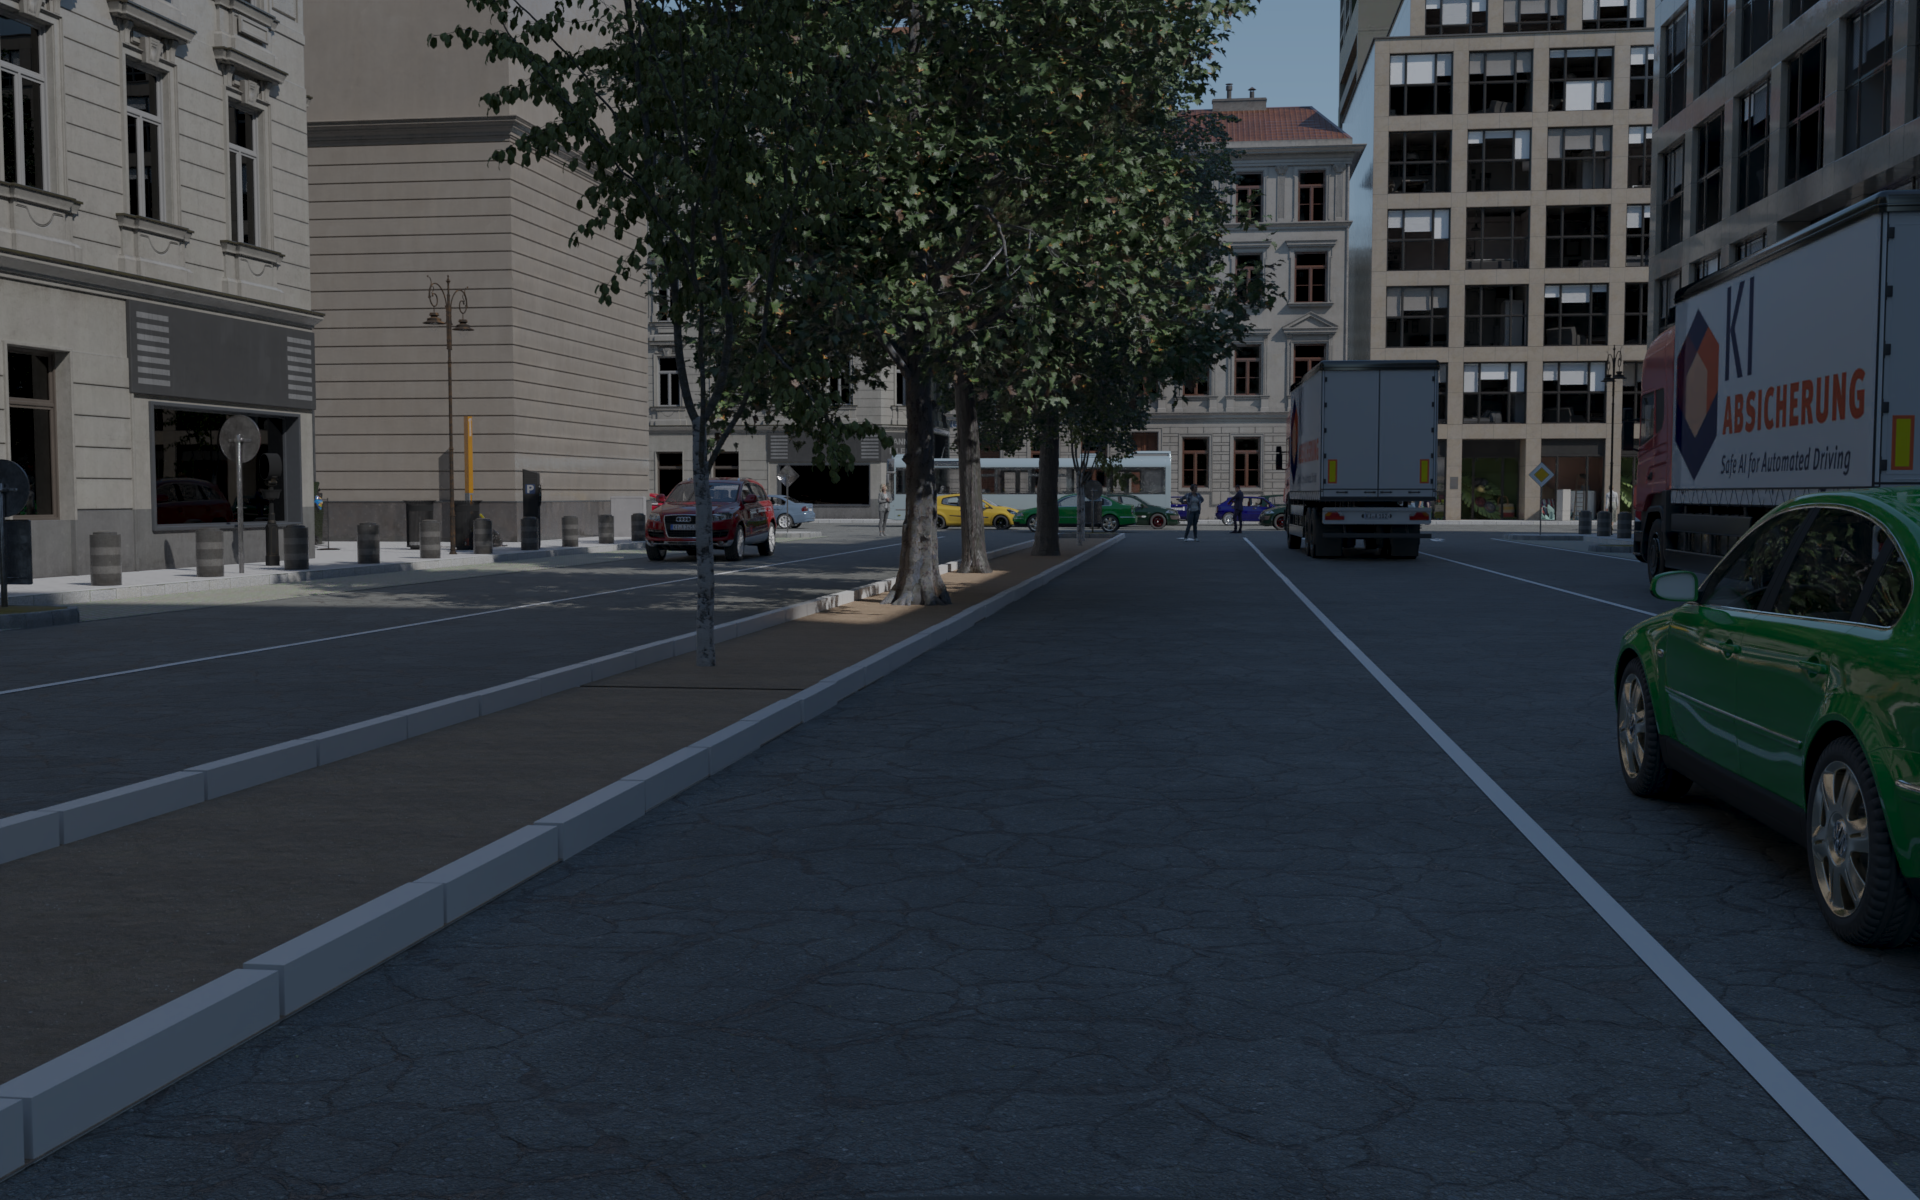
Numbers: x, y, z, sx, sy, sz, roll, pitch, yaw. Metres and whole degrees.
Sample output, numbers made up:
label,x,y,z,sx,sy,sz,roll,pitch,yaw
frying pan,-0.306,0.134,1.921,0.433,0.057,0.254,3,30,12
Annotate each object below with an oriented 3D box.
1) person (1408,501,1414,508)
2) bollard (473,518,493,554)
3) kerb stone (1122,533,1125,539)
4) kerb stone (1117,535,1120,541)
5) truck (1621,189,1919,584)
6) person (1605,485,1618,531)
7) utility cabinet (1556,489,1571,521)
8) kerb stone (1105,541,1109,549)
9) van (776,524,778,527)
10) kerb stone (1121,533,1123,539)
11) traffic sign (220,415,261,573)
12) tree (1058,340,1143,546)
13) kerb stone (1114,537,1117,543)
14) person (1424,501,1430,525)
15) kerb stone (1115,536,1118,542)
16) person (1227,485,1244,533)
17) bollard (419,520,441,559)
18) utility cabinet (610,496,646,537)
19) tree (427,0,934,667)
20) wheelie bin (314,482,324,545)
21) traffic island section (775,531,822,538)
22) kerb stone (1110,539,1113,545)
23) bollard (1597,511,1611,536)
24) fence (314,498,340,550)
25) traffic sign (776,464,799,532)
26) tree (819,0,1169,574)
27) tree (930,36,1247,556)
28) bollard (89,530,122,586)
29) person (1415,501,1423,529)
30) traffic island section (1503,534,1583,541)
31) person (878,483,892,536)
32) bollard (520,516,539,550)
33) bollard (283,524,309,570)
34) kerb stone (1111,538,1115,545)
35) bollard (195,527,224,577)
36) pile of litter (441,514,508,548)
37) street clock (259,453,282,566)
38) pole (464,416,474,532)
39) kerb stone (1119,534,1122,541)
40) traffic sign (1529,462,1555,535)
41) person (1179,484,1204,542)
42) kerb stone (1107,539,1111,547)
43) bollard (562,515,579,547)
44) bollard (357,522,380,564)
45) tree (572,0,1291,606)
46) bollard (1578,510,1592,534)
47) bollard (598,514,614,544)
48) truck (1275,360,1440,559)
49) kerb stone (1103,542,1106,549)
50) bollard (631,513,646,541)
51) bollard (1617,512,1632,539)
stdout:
label,x,y,z,sx,sy,sz,roll,pitch,yaw
person,15.269,-2.804,58.600,0.590,1.304,0.306,2,4,30
bollard,-10.217,-1.369,37.095,0.404,0.777,0.398,0,3,0
kerb stone,4.991,-1.953,54.152,0.120,0.150,1.000,0,4,8
kerb stone,4.576,-1.761,51.092,0.120,0.150,1.000,0,4,8
truck,10.579,-1.983,21.337,2.839,4.237,11.283,1,4,10
person,25.319,-3.583,67.305,0.478,1.798,0.641,1,4,22
utility cabinet,28.846,-4.534,82.816,0.318,1.500,1.173,3,4,36
kerb stone,3.712,-1.387,44.978,0.120,0.150,1.000,0,4,8
van,-9.515,-4.159,75.013,4.112,2.044,2.013,1,4,10
kerb stone,4.855,-1.889,53.136,0.120,0.150,1.000,0,4,8
traffic sign,-11.638,-1.705,27.983,0.768,2.556,0.104,1,4,15
tree,3.726,-6.075,52.148,4.737,8.622,4.395,0,3,0
kerb stone,4.282,-1.641,49.050,0.120,0.150,1.000,0,4,8
person,21.281,-4.183,79.107,0.471,1.553,0.569,2,4,31
kerb stone,4.419,-1.700,50.074,0.120,0.150,1.000,0,4,8
person,10.032,-3.317,63.183,0.568,1.767,0.683,2,4,27
bollard,-10.569,-1.212,34.541,0.404,0.777,0.398,0,3,0
utility cabinet,-9.924,-2.489,51.862,1.020,1.237,0.306,1,4,8
tree,-2.100,-3.733,13.859,4.737,8.622,4.395,0,3,0
wheelie bin,-16.573,-2.203,43.934,0.980,1.594,0.693,0,4,4
traffic island section,-5.781,-2.175,57.842,2.009,0.180,2.903,0,4,8
kerb stone,4.002,-1.511,47.016,0.120,0.150,1.000,0,4,8
bollard,19.570,-2.319,52.635,0.404,0.777,0.398,0,3,0
fence,-15.037,-1.791,40.493,0.480,1.192,2.264,-2,4,-34
traffic sign,-5.756,-3.311,57.777,0.795,2.450,0.064,0,4,8
tree,0.086,-7.418,31.165,7.806,13.903,7.818,0,3,0
tree,1.997,-7.999,39.897,9.857,13.997,8.962,0,3,0
bollard,-11.993,-0.587,24.312,0.404,0.777,0.398,0,3,0
person,18.812,-3.829,71.226,0.434,1.807,0.598,1,4,13
traffic island section,18.278,-1.970,54.496,2.009,0.180,2.903,0,4,8
person,-2.551,-3.101,59.378,0.537,1.800,0.526,-2,4,-24
bollard,-9.856,-1.525,39.659,0.404,0.777,0.398,0,3,0
bollard,-11.282,-0.900,29.436,0.404,0.777,0.398,0,3,0
kerb stone,4.136,-1.580,48.033,0.120,0.150,1.000,0,4,8
bollard,-11.642,-0.744,26.877,0.404,0.777,0.398,0,3,0
pile of litter,-11.836,-1.716,42.014,1.719,0.858,1.176,-1,4,-19
street clock,-12.285,-1.610,30.898,0.358,2.002,0.471,-3,5,-44
pole,-12.923,-3.164,45.575,0.158,3.312,0.155,0,3,0
kerb stone,4.713,-1.828,52.109,0.120,0.150,1.000,0,4,8
traffic sign,18.254,-3.106,54.422,0.795,2.450,0.064,0,4,8
person,7.030,-2.637,52.331,0.841,1.734,0.376,-1,4,-14
kerb stone,3.859,-1.456,46.000,0.120,0.150,1.000,0,4,8
bollard,-9.506,-1.682,42.218,0.404,0.777,0.398,0,3,0
bollard,-10.927,-1.056,31.989,0.404,0.777,0.398,0,3,0
tree,-0.513,-6.288,22.279,9.611,12.733,9.660,0,3,0
bollard,19.922,-2.475,55.188,0.404,0.777,0.398,0,3,0
bollard,-9.146,-1.839,44.781,0.404,0.777,0.398,0,3,0
truck,9.372,-3.235,41.798,2.839,4.237,11.283,0,4,6
kerb stone,3.566,-1.330,43.960,0.120,0.150,1.000,0,4,8
bollard,-8.789,-1.995,47.341,0.404,0.777,0.398,0,3,0
bollard,19.215,-2.163,50.082,0.404,0.777,0.398,0,3,0
